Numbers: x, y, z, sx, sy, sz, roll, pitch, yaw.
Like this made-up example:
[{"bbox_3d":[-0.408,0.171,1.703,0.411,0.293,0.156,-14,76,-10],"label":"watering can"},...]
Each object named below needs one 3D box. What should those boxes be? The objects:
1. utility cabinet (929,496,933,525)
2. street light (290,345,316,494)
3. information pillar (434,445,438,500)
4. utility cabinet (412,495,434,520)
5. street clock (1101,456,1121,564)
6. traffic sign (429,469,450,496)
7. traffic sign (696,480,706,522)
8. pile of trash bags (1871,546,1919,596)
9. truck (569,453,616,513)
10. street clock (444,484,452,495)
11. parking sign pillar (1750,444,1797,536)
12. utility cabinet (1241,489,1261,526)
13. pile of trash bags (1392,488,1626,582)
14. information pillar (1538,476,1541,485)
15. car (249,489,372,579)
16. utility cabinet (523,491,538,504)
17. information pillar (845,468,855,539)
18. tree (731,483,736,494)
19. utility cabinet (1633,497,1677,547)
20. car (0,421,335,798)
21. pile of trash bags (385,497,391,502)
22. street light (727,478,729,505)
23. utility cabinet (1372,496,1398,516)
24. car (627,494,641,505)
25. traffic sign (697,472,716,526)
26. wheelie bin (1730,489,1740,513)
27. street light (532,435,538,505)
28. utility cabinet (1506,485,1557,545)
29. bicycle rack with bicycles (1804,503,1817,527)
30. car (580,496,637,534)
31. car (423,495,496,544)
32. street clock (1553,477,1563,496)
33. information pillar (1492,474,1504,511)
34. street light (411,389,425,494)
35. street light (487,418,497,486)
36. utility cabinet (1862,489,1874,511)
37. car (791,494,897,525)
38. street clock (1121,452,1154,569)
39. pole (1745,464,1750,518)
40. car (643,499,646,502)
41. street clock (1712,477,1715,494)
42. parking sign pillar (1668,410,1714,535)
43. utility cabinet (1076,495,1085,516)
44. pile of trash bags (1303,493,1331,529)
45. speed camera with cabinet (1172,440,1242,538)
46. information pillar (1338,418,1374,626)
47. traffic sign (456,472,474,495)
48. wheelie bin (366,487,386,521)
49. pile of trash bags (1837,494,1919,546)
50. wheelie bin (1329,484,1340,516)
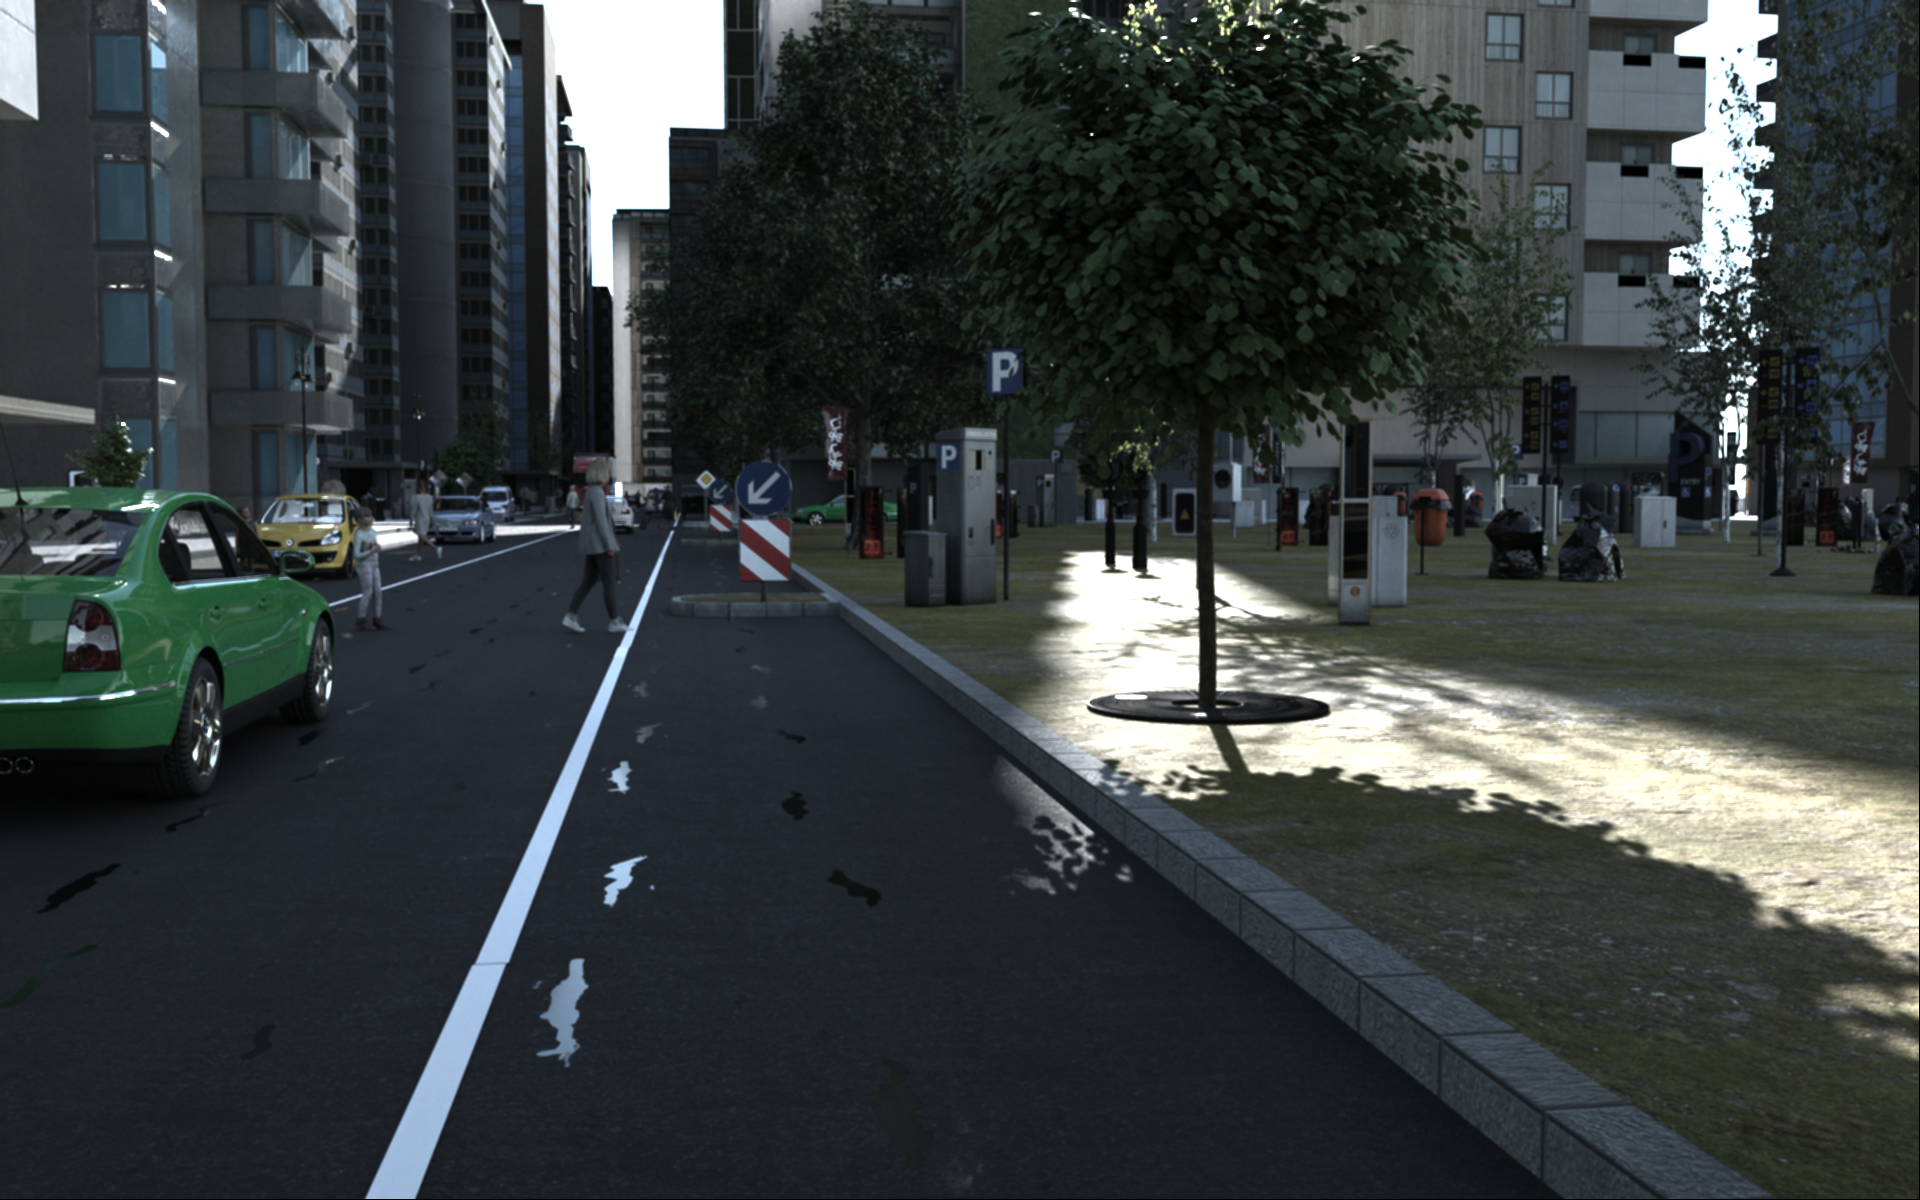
[{"bbox_3d":[-1.594,-3.704,71.718,1.020,1.237,0.306,-3,5,-42],"label":"utility cabinet"},{"bbox_3d":[-20.352,-4.954,53.781,0.468,5.910,1.993,-1,4,-9],"label":"street light"},{"bbox_3d":[-24.803,-5.546,82.033,0.183,3.616,0.504,-2,4,-27],"label":"information pillar"},{"bbox_3d":[-26.729,-4.588,86.168,1.020,1.237,0.306,-1,4,-13],"label":"utility cabinet"},{"bbox_3d":[2.762,-1.665,31.789,0.471,2.002,0.358,0,4,6],"label":"street clock"},{"bbox_3d":[-20.678,-3.987,68.834,0.795,2.450,0.064,-1,4,-9],"label":"traffic sign"},{"bbox_3d":[-11.546,-4.568,78.325,0.795,2.450,0.064,-1,4,-9],"label":"traffic sign"},{"bbox_3d":[13.505,-0.732,21.714,3.447,1.369,1.912,0,3,0],"label":"pile of trash bags"},{"bbox_3d":[-25.547,-8.081,121.037,2.839,4.237,11.283,-1,4,-9],"label":"truck"},{"bbox_3d":[-31.044,-6.149,105.108,0.471,2.002,0.358,2,4,33],"label":"street clock"},{"bbox_3d":[25.161,-3.964,53.283,1.447,3.967,1.447,-1,4,-10],"label":"parking sign pillar"},{"bbox_3d":[11.371,-3.685,68.926,1.173,1.500,0.318,0,4,2],"label":"utility cabinet"},{"bbox_3d":[8.569,-1.043,26.801,3.447,1.369,1.912,3,5,41],"label":"pile of trash bags"},{"bbox_3d":[23.685,-4.031,70.396,0.304,2.012,0.304,-1,4,-21],"label":"information pillar"},{"bbox_3d":[-11.341,-1.227,30.286,2.015,1.641,3.980,-1,4,-10],"label":"car"},{"bbox_3d":[-36.547,-8.480,147.333,1.173,1.500,0.318,1,4,11],"label":"utility cabinet"},{"bbox_3d":[-3.118,-2.731,49.141,0.304,2.012,0.304,0,4,-5],"label":"information pillar"},{"bbox_3d":[-20.763,-9.789,154.655,1.663,3.219,1.824,0,3,0],"label":"tree"},{"bbox_3d":[16.781,-1.875,41.825,1.020,1.237,0.306,-1,4,-17],"label":"utility cabinet"},{"bbox_3d":[-4.656,-0.037,9.396,1.959,1.807,4.718,-1,4,-9],"label":"car"},{"bbox_3d":[-37.245,-6.420,114.716,3.447,1.369,1.912,-3,4,-36],"label":"pile of trash bags"},{"bbox_3d":[-16.471,-9.169,122.699,0.468,5.910,1.993,-1,4,-9],"label":"street light"},{"bbox_3d":[14.283,-2.906,58.674,1.020,1.237,0.306,0,4,-3],"label":"utility cabinet"},{"bbox_3d":[-42.534,-13.051,225.384,2.014,1.417,4.499,0,4,-7],"label":"car"},{"bbox_3d":[-10.307,-4.085,70.436,0.795,2.450,0.064,-1,4,-9],"label":"traffic sign"},{"bbox_3d":[51.213,-6.548,114.963,0.980,1.594,0.693,0,4,1],"label":"wheelie bin"},{"bbox_3d":[-33.187,-9.953,135.515,0.468,5.910,1.993,-1,4,-9],"label":"street light"},{"bbox_3d":[14.305,-2.122,43.376,1.173,1.500,0.318,2,4,31],"label":"utility cabinet"},{"bbox_3d":[32.955,-3.323,67.719,2.925,0.926,2.852,0,4,0],"label":"bicycle rack with bicycles"},{"bbox_3d":[-13.035,-3.166,64.131,2.083,1.381,4.827,-1,4,-10],"label":"car"},{"bbox_3d":[-14.724,-2.379,50.903,2.014,1.417,4.499,0,4,-8],"label":"car"},{"bbox_3d":[25.765,-4.288,74.674,0.358,2.002,0.471,-1,4,-13],"label":"street clock"},{"bbox_3d":[19.454,-3.558,62.668,0.304,2.012,0.304,3,5,40],"label":"information pillar"},{"bbox_3d":[-23.942,-6.348,76.580,0.468,5.910,1.993,-1,4,-9],"label":"street light"},{"bbox_3d":[-28.614,-8.142,105.912,0.468,5.910,1.993,-1,4,-9],"label":"street light"},{"bbox_3d":[40.972,-4.253,78.223,0.318,1.500,1.173,1,4,20],"label":"utility cabinet"},{"bbox_3d":[-4.972,-4.075,75.417,4.718,1.807,1.959,-1,4,-10],"label":"car"},{"bbox_3d":[3.102,-1.545,29.835,0.358,2.002,0.471,-2,4,-33],"label":"street clock"},{"bbox_3d":[42.830,-6.134,94.142,0.158,3.312,0.155,0,3,0],"label":"pole"},{"bbox_3d":[-29.644,-9.482,167.615,1.945,1.354,3.894,-1,4,-11],"label":"car"},{"bbox_3d":[31.011,-4.109,71.753,0.471,2.002,0.358,2,4,25],"label":"street clock"},{"bbox_3d":[23.081,-4.054,54.752,1.447,3.967,1.447,-2,4,-33],"label":"parking sign pillar"},{"bbox_3d":[6.909,-5.461,100.441,1.020,1.237,0.306,2,4,32],"label":"utility cabinet"},{"bbox_3d":[13.541,-3.292,63.570,1.912,1.369,3.447,1,4,12],"label":"pile of trash bags"},{"bbox_3d":[7.295,-3.482,51.272,2.038,3.252,0.660,3,4,37],"label":"speed camera with cabinet"},{"bbox_3d":[3.869,-0.762,16.951,0.304,2.012,0.304,1,4,10],"label":"information pillar"},{"bbox_3d":[-21.917,-4.470,76.723,0.795,2.450,0.064,-1,4,-9],"label":"traffic sign"},{"bbox_3d":[-27.930,-4.575,82.703,0.693,1.594,0.980,2,4,30],"label":"wheelie bin"},{"bbox_3d":[25.140,-2.291,47.207,1.912,1.369,3.447,-1,4,-10],"label":"pile of trash bags"},{"bbox_3d":[12.130,-2.875,54.916,0.693,1.594,0.980,-3,5,-44],"label":"wheelie bin"}]
